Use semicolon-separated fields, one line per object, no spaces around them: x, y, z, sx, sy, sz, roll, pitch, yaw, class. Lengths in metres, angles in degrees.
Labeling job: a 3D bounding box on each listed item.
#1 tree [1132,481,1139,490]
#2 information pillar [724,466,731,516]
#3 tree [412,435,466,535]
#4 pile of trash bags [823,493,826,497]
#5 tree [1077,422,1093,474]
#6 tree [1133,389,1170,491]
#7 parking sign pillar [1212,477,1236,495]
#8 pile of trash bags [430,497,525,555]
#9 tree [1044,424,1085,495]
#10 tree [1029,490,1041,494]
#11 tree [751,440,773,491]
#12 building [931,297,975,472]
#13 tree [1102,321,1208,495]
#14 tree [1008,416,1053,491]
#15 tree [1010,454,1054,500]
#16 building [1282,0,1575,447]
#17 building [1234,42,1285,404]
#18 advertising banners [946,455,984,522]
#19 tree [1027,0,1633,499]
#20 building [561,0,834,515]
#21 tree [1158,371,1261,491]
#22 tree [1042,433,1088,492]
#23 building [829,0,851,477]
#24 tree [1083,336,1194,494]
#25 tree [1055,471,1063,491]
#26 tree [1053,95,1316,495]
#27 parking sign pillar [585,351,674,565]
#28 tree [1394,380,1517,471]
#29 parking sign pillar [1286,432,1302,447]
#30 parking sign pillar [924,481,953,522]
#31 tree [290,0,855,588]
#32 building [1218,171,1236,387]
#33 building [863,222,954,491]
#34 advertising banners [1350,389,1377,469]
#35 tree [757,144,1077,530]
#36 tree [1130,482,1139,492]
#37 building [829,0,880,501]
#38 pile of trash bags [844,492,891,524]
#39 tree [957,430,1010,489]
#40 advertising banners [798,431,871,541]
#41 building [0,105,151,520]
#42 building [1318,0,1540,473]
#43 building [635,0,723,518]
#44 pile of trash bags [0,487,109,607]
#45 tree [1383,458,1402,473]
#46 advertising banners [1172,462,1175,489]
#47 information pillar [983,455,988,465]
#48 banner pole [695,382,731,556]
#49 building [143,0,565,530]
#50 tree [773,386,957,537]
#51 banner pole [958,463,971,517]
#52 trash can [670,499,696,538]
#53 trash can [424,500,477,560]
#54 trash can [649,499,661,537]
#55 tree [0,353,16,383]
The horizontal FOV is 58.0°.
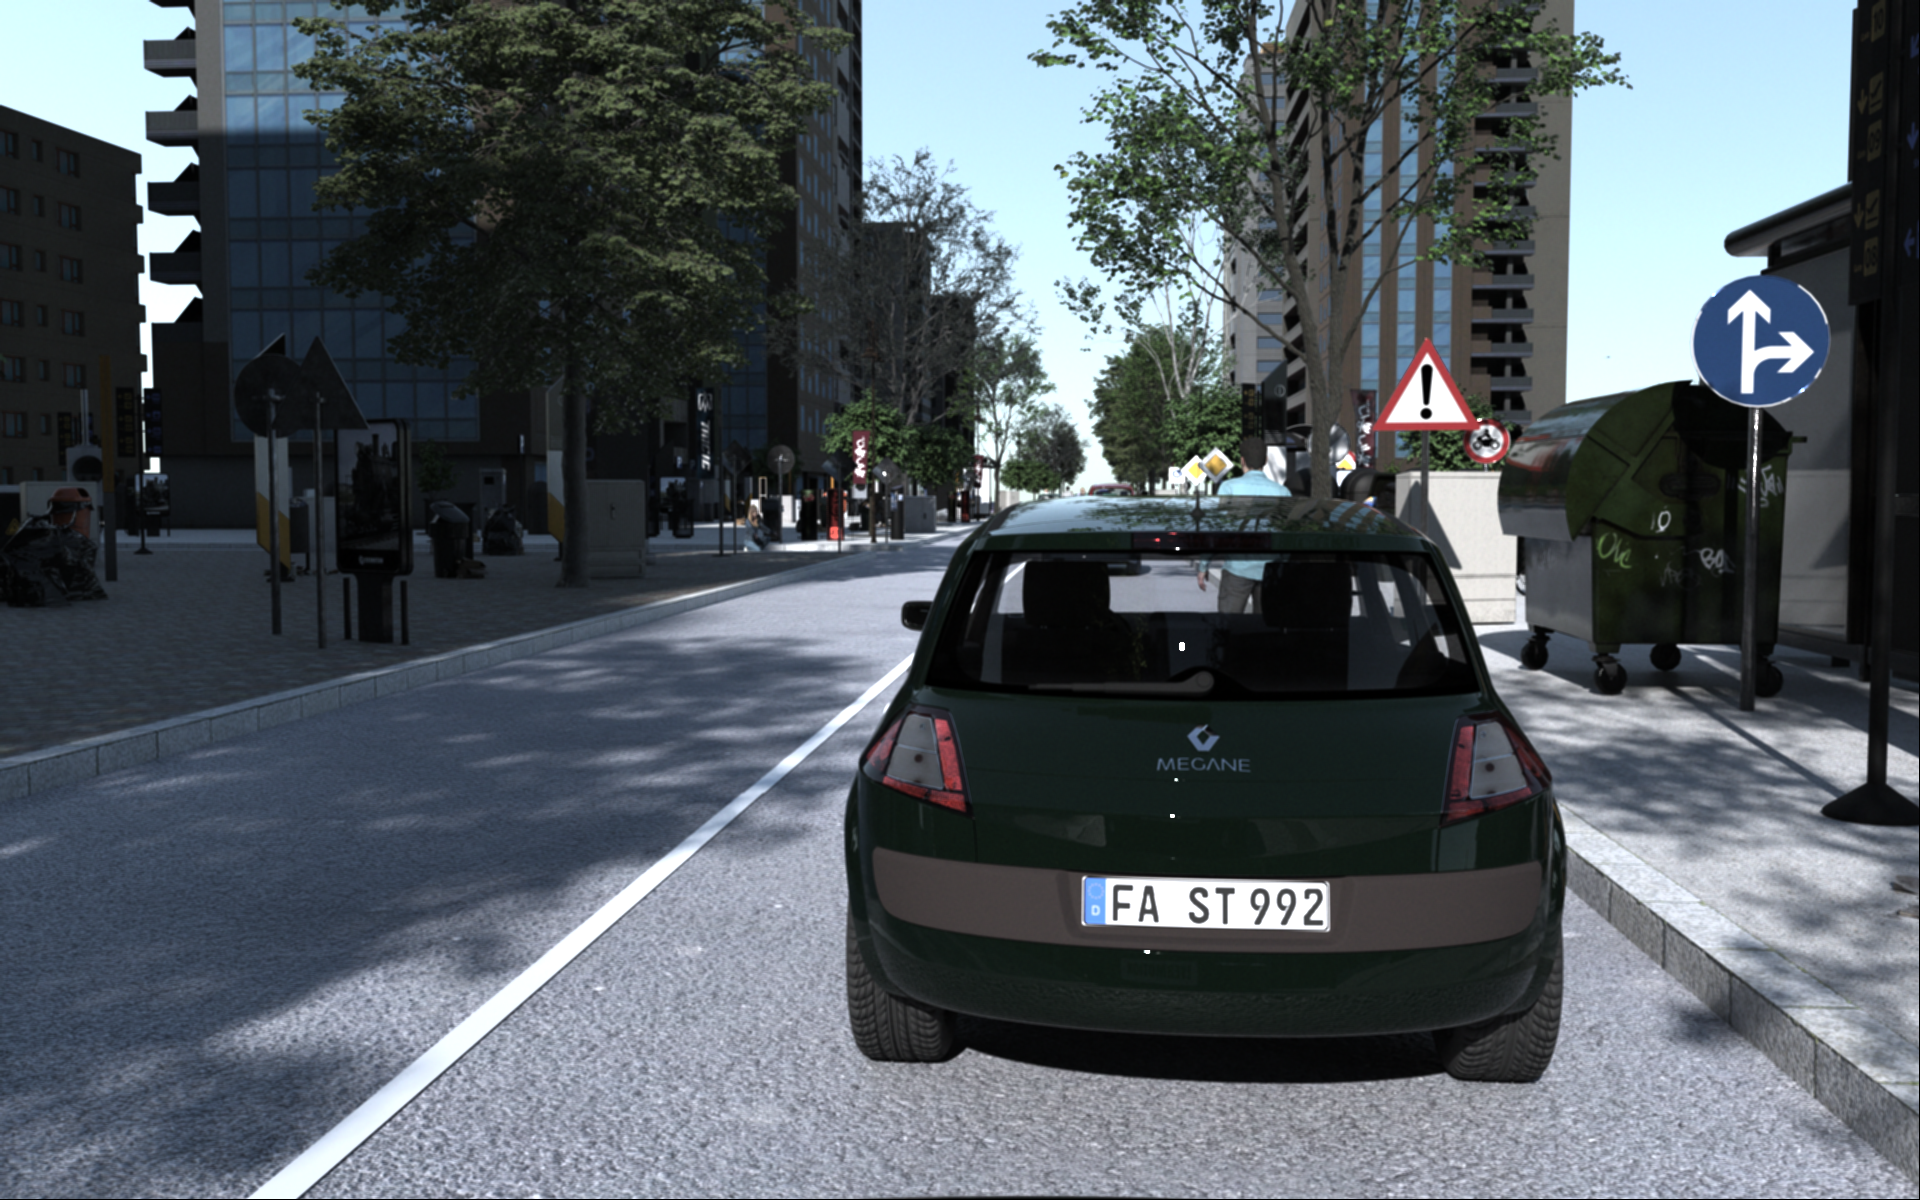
22.953;-16.794;224.943;4.360;8.622;3.978;0;3;0;tree
-13.642;-6.742;101.593;0.183;3.616;0.504;2;4;28;information pillar
-16.731;-3.670;54.610;1.663;3.219;1.824;0;3;0;tree
-7.087;-5.448;98.825;1.912;1.369;3.447;1;4;10;pile of trash bags
12.308;-19.409;227.707;12.009;13.543;11.850;0;3;0;tree
13.701;-10.516;122.295;4.737;8.622;4.395;0;3;0;tree
9.398;-4.369;59.907;1.447;3.967;1.447;-1;4;-10;parking sign pillar
-10.927;-1.650;36.729;3.447;1.369;1.912;0;4;-5;pile of trash bags
16.323;-21.789;274.378;7.486;12.596;7.792;0;3;0;tree
7.259;-10.485;166.023;1.663;3.219;1.824;0;3;0;tree
-10.518;-7.045;98.891;4.285;4.588;4.351;0;3;0;tree
-5.210;-30.147;264.610;14.160;30.474;14.107;0;4;5;building
13.174;-11.999;114.316;7.486;12.596;7.792;0;3;0;tree
6.362;-12.377;152.733;4.360;8.622;3.978;0;3;0;tree
4.681;-9.475;138.628;4.285;4.588;4.351;0;3;0;tree
40.268;-32.336;152.397;21.300;48.544;21.600;0;4;5;building
47.663;-42.257;232.907;21.231;58.520;28.212;0;4;5;building
0.225;-5.024;78.331;2.074;3.025;0.090;3;4;36;advertising banners
4.656;-5.889;22.033;9.928;11.665;9.643;0;3;0;tree
-16.129;-28.236;111.768;14.600;45.320;14.200;0;4;5;building
6.967;-3.839;46.483;4.285;4.588;4.351;0;3;0;tree
15.368;-19.891;259.626;8.767;10.594;7.601;1;4;16;tree
-23.495;-33.422;135.693;28.713;52.752;27.495;0;4;5;building
14.463;-14.126;137.609;9.857;13.997;8.962;0;3;0;tree
6.154;-9.926;145.996;4.285;4.588;4.351;0;3;0;tree
10.660;-13.786;81.295;12.611;20.169;13.585;0;3;0;tree
-6.271;-2.628;31.441;1.447;3.967;1.447;2;4;35;parking sign pillar
14.399;-4.076;50.355;4.285;4.588;4.351;0;3;0;tree
10.717;-4.234;57.693;1.447;3.967;1.447;1;4;10;parking sign pillar
-1.010;-5.688;81.473;1.447;3.967;1.447;-1;4;-20;parking sign pillar
-5.365;-6.475;23.995;7.486;12.596;7.792;0;3;0;tree
54.004;-41.116;261.481;28.713;52.752;27.495;0;4;5;building
-16.733;-33.039;232.073;32.217;40.220;23.993;0;4;5;building
7.456;-2.029;29.359;2.074;3.025;0.090;-1;4;-23;advertising banners
-1.982;-9.241;61.453;12.009;13.543;11.850;0;3;0;tree
24.404;-15.384;246.125;1.663;3.219;1.824;0;3;0;tree
-17.521;-44.065;158.719;20.563;71.187;20.611;0;4;5;building
-3.771;-3.994;75.047;3.447;1.369;1.912;1;4;9;pile of trash bags
-0.955;-5.324;70.763;4.285;4.588;4.351;0;3;0;tree
-3.447;-3.139;47.512;2.074;3.025;0.090;1;4;12;advertising banners
-57.106;-14.117;75.846;28.899;21.520;27.650;0;4;5;building
35.858;-29.653;134.938;14.600;45.320;14.200;0;4;5;building
-20.908;-19.494;90.433;14.160;30.474;14.107;0;4;5;building
-11.296;-0.685;20.955;1.912;1.369;3.447;0;4;-8;pile of trash bags
23.298;-6.011;92.881;1.663;3.219;1.824;0;3;0;tree
11.458;-6.064;95.336;0.090;3.025;2.074;-1;4;-15;advertising banners
1.446;-6.936;104.762;0.504;3.616;0.183;0;4;8;information pillar
-5.125;-2.799;35.783;0.863;3.779;0.401;2;4;31;banner pole
-21.479;-25.549;67.837;14.600;45.320;14.200;0;4;5;building
-2.793;-4.205;52.459;4.285;4.588;4.351;0;3;0;tree
0.292;-6.641;98.597;0.863;3.779;0.401;2;4;24;banner pole
-8.053;-2.367;50.350;0.748;1.137;0.748;0;3;0;trash can
-8.307;-1.027;28.437;0.748;1.137;0.748;0;3;0;trash can
-9.297;-2.457;51.833;0.748;1.137;0.748;0;3;0;trash can
-5.832;-0.848;8.472;1.663;3.219;1.824;0;3;0;tree
